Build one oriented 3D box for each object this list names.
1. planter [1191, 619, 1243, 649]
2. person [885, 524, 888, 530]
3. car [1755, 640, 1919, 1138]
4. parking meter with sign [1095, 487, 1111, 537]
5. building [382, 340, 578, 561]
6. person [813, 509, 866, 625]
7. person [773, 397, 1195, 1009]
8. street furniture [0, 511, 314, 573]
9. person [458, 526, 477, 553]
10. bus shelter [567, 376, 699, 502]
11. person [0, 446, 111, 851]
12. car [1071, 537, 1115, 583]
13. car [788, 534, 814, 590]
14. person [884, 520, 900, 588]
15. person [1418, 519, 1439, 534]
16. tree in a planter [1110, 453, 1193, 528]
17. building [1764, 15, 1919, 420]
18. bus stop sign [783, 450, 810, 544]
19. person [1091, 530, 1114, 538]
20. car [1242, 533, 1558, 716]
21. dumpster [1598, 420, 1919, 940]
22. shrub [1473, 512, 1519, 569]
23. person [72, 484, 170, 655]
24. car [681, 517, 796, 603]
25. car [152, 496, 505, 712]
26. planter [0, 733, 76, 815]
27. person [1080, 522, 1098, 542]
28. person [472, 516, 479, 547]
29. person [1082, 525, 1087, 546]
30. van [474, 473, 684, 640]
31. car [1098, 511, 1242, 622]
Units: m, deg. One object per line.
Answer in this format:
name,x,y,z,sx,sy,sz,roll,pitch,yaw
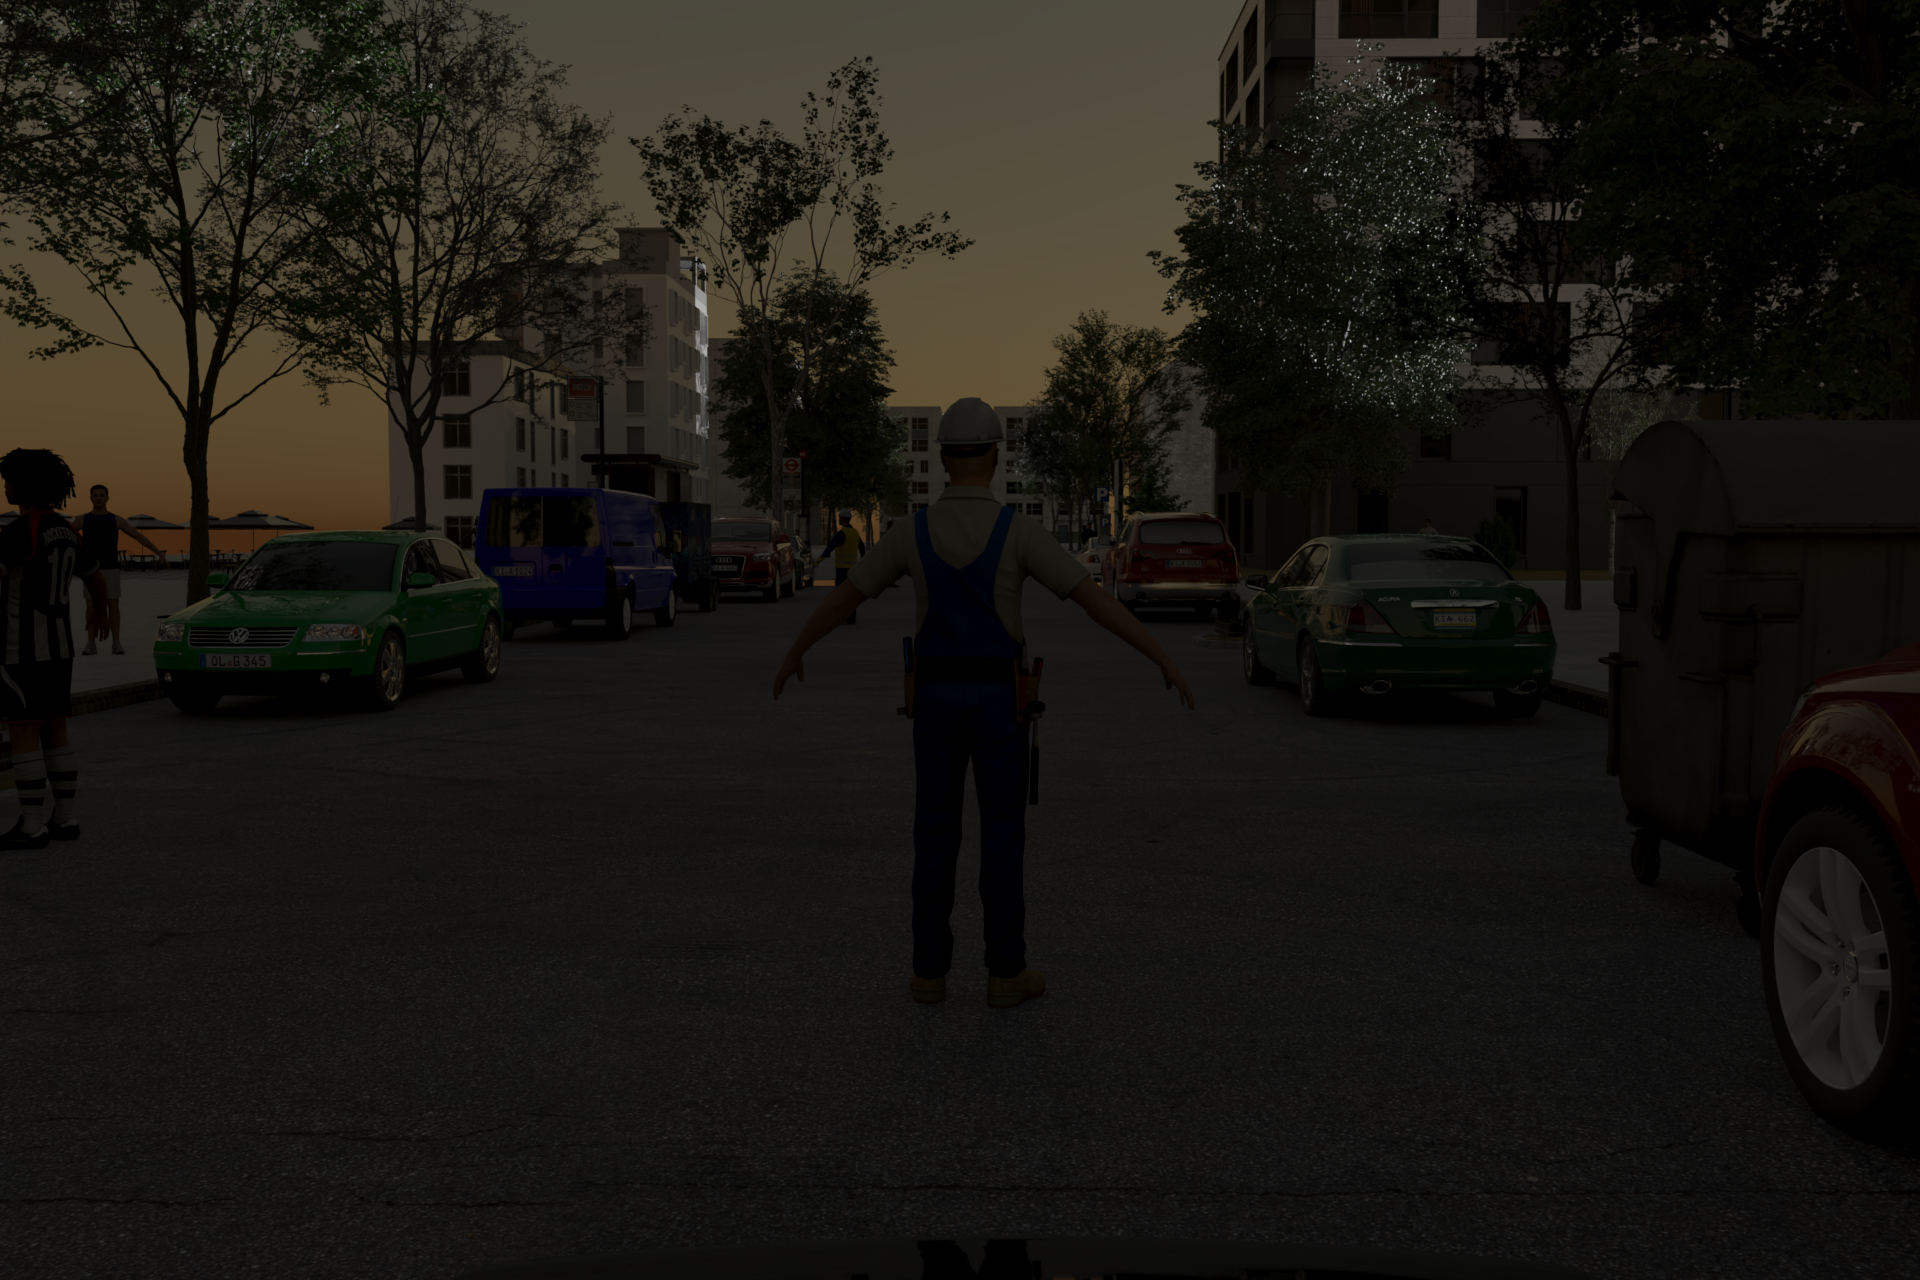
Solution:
planter,4.037,-0.082,22.480,1.991,0.319,1.994,0,4,0
person,-2.261,-2.695,52.978,0.721,1.772,1.216,1,4,21
car,3.071,0.377,2.508,2.281,1.827,5.304,0,4,1
parking meter with sign,5.267,-4.108,63.434,0.543,3.016,1.738,0,4,0
building,-24.188,-8.996,89.227,9.099,9.664,28.070,0,3,0
person,-1.834,-1.160,27.392,0.705,1.833,1.349,2,4,32
person,0.037,0.182,5.330,1.347,1.847,0.705,1,4,14
street furniture,-31.060,-3.301,59.002,14.083,1.986,27.439,1,4,11
person,-15.933,-3.139,57.454,1.348,1.813,0.705,-2,4,-27
bus shelter,-8.830,-4.222,46.665,2.179,5.291,8.768,0,4,1
person,-4.277,0.039,7.971,0.704,1.843,1.345,0,4,7
car,4.022,-2.058,46.009,2.083,1.381,4.827,0,4,0
car,-4.948,-2.102,46.173,2.131,1.459,4.920,0,4,1
person,-1.841,-2.310,46.498,0.705,1.796,1.348,-2,4,-31
person,16.043,-3.264,59.550,1.347,1.806,0.705,3,4,36
tree in a planter,4.233,-2.516,38.362,1.991,3.239,1.994,0,4,0
building,25.728,-17.576,33.488,12.429,33.558,17.177,0,4,0
bus stop sign,-5.227,-4.073,55.298,0.855,3.939,0.416,0,4,0
person,5.622,-3.778,68.232,1.216,1.772,0.721,1,4,19
car,3.639,-0.198,15.043,2.131,1.459,4.920,0,4,0
dumpster,3.528,0.100,6.581,1.865,1.857,1.264,0,3,0
shrub,18.253,-3.362,59.016,1.661,2.075,1.752,0,3,0
person,-9.152,-0.752,18.458,1.345,1.807,0.704,-1,4,-23
car,-4.791,-1.789,37.917,2.281,1.827,5.304,0,4,1
car,-5.432,-0.404,15.400,1.959,1.807,4.718,0,4,1
planter,-5.884,0.737,9.090,1.991,0.319,1.994,0,4,0
person,5.964,-4.499,79.496,1.347,1.837,0.705,-3,5,-41
person,-15.009,-2.949,54.002,0.705,1.856,1.354,-1,4,-10
person,6.380,-4.941,87.502,0.721,1.740,1.216,-1,4,-9
van,-5.400,-1.266,25.082,2.240,2.365,5.245,0,4,1
car,3.567,-1.297,29.885,2.281,1.827,5.304,0,4,1
